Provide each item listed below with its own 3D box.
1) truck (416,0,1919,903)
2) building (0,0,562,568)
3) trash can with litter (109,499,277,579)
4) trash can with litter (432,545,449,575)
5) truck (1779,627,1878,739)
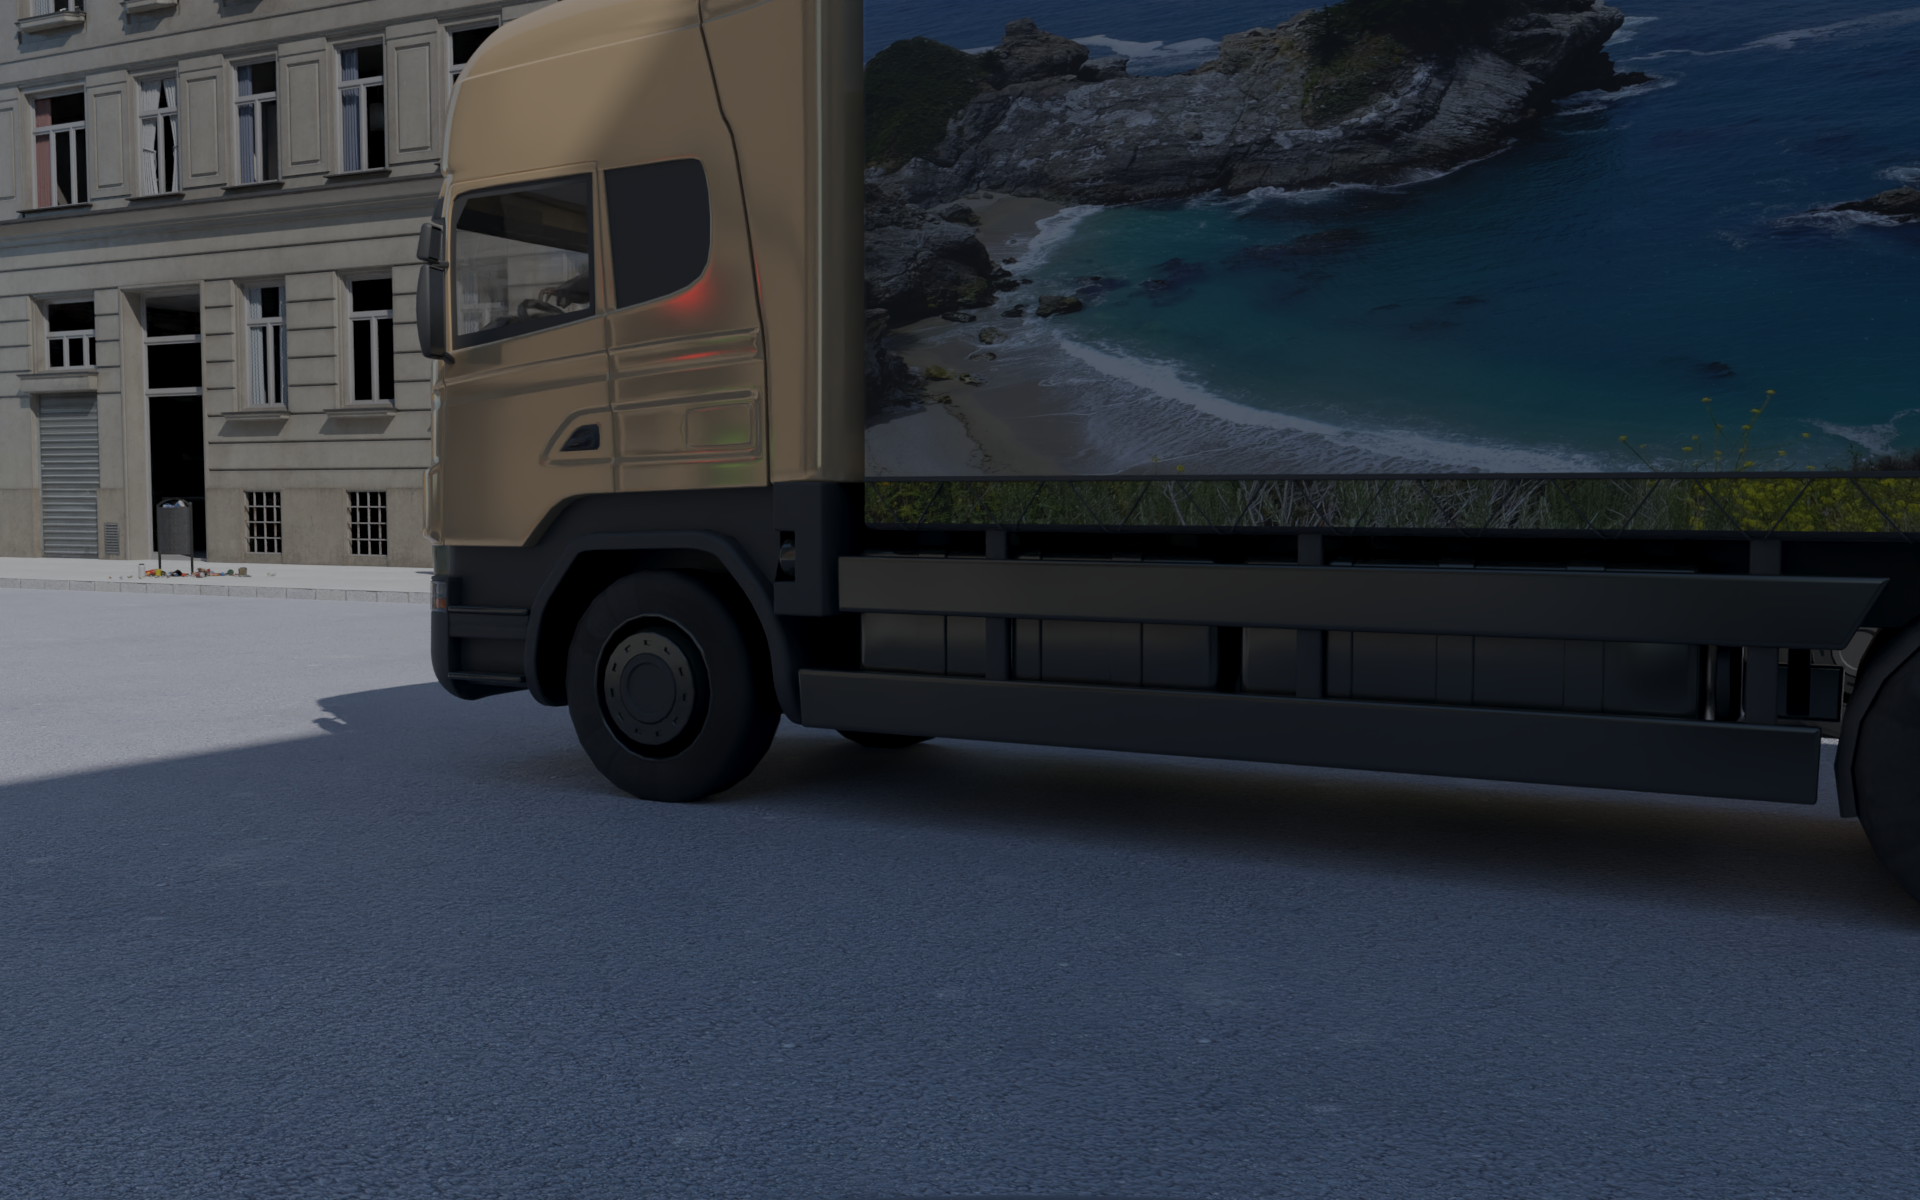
[{"bbox_3d":[2.115,-1.124,7.296,11.283,4.237,2.839,2,4,29],"label":"truck"},{"bbox_3d":[-3.758,-12.316,34.651,30.059,22.955,16.112,2,4,27],"label":"building"},{"bbox_3d":[-11.813,-0.965,26.836,2.233,1.210,1.678,0,4,-1],"label":"trash can with litter"},{"bbox_3d":[-7.891,-0.988,27.547,1.055,1.170,0.624,-1,4,-8],"label":"trash can with litter"},{"bbox_3d":[2.686,-1.441,12.474,11.283,4.237,2.839,2,4,27],"label":"truck"}]
